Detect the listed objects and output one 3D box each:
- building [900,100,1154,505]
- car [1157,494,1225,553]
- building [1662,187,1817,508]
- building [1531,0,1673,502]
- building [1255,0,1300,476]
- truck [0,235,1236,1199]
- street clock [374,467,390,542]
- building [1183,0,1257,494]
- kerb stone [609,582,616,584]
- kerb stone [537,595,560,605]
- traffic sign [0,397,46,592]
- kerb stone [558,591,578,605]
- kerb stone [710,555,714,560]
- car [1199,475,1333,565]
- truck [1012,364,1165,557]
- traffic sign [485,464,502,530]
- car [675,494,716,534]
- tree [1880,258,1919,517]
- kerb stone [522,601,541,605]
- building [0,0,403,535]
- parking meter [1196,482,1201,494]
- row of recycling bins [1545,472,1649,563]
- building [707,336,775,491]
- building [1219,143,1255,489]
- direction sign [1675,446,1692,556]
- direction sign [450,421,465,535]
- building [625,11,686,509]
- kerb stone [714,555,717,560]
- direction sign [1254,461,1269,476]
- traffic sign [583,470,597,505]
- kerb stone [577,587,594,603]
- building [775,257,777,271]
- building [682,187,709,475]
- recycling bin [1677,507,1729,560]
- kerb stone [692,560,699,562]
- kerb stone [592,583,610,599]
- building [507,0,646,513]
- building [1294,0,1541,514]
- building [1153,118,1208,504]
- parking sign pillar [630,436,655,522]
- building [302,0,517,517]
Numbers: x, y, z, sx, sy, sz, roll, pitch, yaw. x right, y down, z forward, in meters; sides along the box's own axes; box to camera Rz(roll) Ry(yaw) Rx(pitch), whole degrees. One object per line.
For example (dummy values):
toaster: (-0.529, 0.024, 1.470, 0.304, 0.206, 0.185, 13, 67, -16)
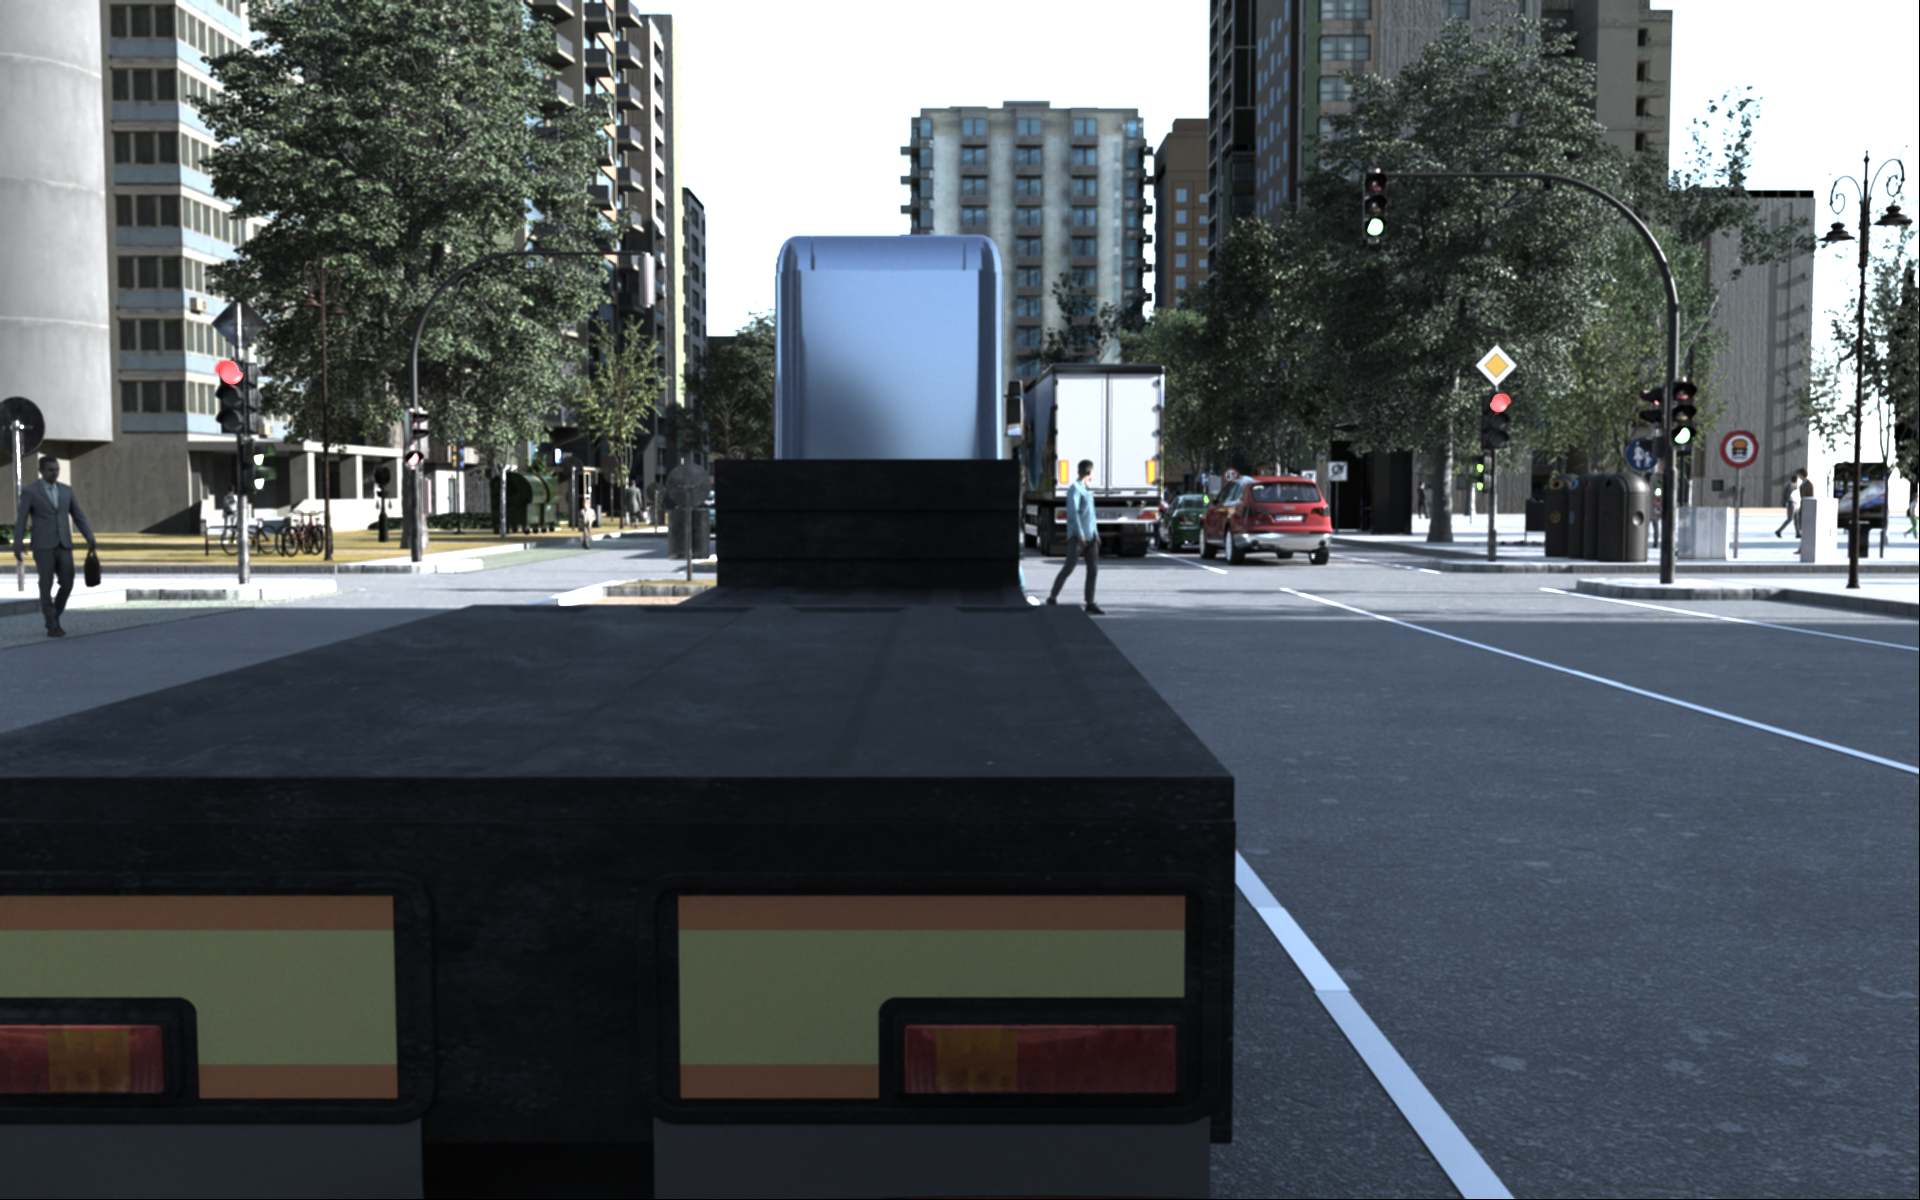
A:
building: (7.970, -36.321, 213.450, 30.456, 49.044, 23.786, 0, 4, 0)
car: (6.034, -1.939, 43.508, 2.131, 1.459, 4.920, 0, 4, 0)
building: (71.736, -24.151, 166.574, 14.107, 30.474, 14.160, 0, 4, 0)
building: (53.905, -32.921, 161.964, 21.600, 48.544, 21.300, 0, 4, 0)
building: (30.353, -29.398, 130.762, 14.600, 45.320, 14.200, 0, 4, 0)
truck: (-0.738, -1.376, 12.255, 2.967, 4.110, 18.799, 0, 3, 0)
street clock: (-15.365, -2.541, 46.111, 0.358, 2.002, 0.471, 1, 4, 10)
building: (32.622, -44.234, 161.475, 20.563, 71.187, 20.611, 0, 4, 0)
kerb stone: (-5.062, -0.165, 25.002, 0.120, 0.150, 1.000, 0, 4, 0)
kerb stone: (-5.034, 0.079, 20.903, 0.120, 0.150, 1.000, 0, 4, 0)
traffic sign: (-12.333, -1.381, 22.679, 0.768, 2.556, 0.104, 0, 4, 6)
kerb stone: (-5.035, 0.017, 21.925, 0.120, 0.150, 1.000, 0, 4, 0)
kerb stone: (-5.109, -0.764, 34.753, 0.120, 0.150, 1.000, 0, 4, 0)
car: (6.389, -1.708, 36.602, 2.281, 1.827, 5.304, 0, 4, -2)
truck: (2.990, -3.300, 42.876, 2.839, 4.237, 11.283, 0, 4, -2)
traffic sign: (-15.970, -3.497, 59.301, 0.606, 2.300, 0.079, 0, 4, 7)
car: (-7.913, -2.647, 55.071, 2.131, 1.459, 4.920, 0, 4, -2)
tree: (59.533, -11.874, 95.967, 18.604, 14.587, 13.155, -3, 4, -37)
kerb stone: (-5.023, 0.142, 19.881, 0.120, 0.150, 1.000, 0, 4, 0)
building: (-37.564, -22.570, 60.896, 32.217, 40.220, 23.993, 0, 4, 0)
parking meter: (11.705, -4.848, 84.971, 0.255, 1.863, 0.399, 0, 4, 7)
row of recycling bins: (12.513, -1.647, 34.040, 1.069, 1.692, 3.534, 0, 4, -2)
building: (-36.470, -22.702, 216.214, 28.899, 21.520, 27.650, 0, 4, 0)
building: (28.665, -22.854, 145.369, 14.160, 30.474, 14.107, 0, 4, 0)
direction sign: (14.856, -2.668, 35.626, 0.379, 3.537, 0.876, 0, 4, 2)
direction sign: (-15.755, -3.813, 54.345, 0.379, 3.537, 0.876, 1, 4, 9)
building: (-30.845, -28.106, 143.130, 14.154, 41.232, 14.086, 0, 4, 0)
kerb stone: (-5.113, -0.831, 35.787, 0.120, 0.150, 1.000, 0, 4, 0)
direction sign: (13.305, -5.121, 75.718, 0.876, 3.537, 0.379, 0, 4, -3)
traffic sign: (-16.049, -4.465, 75.128, 0.606, 2.300, 0.079, 0, 4, 4)
kerb stone: (-5.045, -0.043, 22.947, 0.120, 0.150, 1.000, 0, 4, 0)
building: (-14.927, -26.747, 209.016, 14.107, 30.474, 14.160, 0, 4, 0)
building: (-31.533, -24.062, 165.112, 14.107, 30.474, 14.160, 0, 4, 0)
recycling bin: (14.542, -1.306, 33.900, 0.722, 1.027, 0.722, 0, 4, 0)
kerb stone: (-5.105, -0.705, 33.731, 0.120, 0.150, 1.000, 0, 4, 0)
kerb stone: (-5.040, -0.109, 23.980, 0.120, 0.150, 1.000, 0, 4, 0)
building: (-34.544, -28.559, 121.564, 22.147, 44.769, 28.867, 0, 4, 0)
building: (29.803, -26.494, 116.767, 14.154, 41.232, 14.086, 0, 4, 0)
building: (31.190, -34.214, 209.503, 14.200, 45.320, 14.600, 0, 4, 0)
parking sign pillar: (-14.391, -5.548, 79.187, 1.447, 3.967, 1.447, 1, 4, 13)
building: (-31.992, -19.481, 90.212, 14.160, 30.474, 14.107, 0, 4, 0)
